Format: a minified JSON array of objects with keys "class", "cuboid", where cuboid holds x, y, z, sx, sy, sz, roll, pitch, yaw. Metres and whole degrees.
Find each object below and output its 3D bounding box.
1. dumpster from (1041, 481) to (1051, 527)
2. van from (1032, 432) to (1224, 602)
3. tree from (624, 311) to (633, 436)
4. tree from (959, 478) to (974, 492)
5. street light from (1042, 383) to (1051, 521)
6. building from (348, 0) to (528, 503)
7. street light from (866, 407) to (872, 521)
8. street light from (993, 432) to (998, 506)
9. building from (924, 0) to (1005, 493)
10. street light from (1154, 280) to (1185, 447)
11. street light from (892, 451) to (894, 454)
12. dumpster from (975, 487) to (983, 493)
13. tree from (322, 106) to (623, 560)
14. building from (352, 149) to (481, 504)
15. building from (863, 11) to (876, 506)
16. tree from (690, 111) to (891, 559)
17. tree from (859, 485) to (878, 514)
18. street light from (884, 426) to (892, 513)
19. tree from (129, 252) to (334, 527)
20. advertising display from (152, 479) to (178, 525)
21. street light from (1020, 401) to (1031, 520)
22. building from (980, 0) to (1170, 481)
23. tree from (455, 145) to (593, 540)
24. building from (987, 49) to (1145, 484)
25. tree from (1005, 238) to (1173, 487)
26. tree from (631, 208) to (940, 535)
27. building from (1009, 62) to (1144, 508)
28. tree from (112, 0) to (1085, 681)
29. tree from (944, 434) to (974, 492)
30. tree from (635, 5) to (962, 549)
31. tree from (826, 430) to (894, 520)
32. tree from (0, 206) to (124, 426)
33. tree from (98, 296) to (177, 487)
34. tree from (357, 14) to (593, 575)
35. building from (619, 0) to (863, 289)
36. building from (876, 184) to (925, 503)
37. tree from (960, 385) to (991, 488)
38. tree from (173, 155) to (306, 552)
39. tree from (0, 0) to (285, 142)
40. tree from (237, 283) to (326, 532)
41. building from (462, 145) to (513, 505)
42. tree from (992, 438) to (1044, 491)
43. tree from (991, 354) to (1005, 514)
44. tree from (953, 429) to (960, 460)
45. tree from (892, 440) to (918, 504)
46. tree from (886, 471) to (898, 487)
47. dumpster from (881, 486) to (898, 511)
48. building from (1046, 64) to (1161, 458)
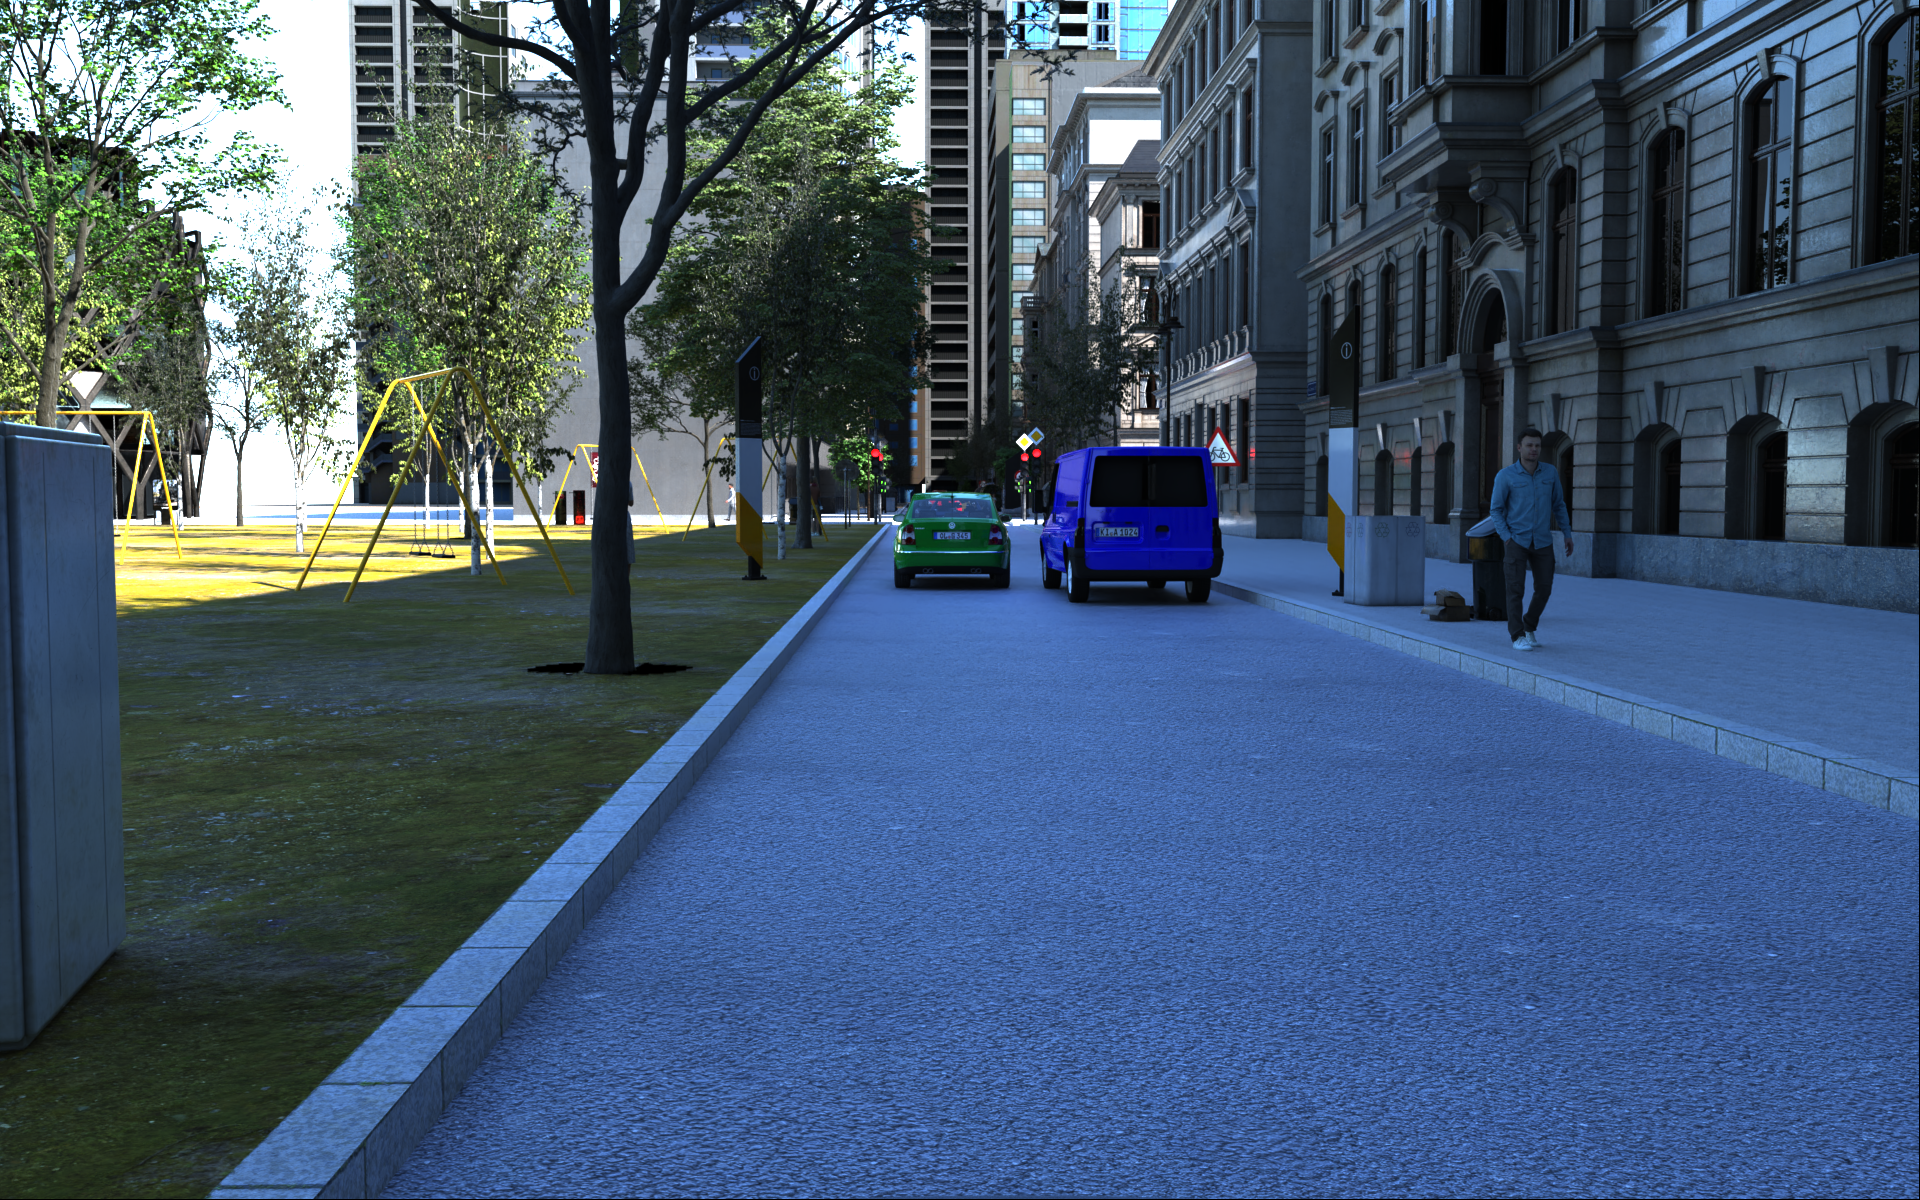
[{"class":"dumpster","cuboid":[3.849,-3.761,67.254,1.264,1.857,1.865,0,4,-1]},{"class":"van","cuboid":[2.285,-1.236,24.589,2.240,2.365,5.245,0,4,-3]},{"class":"tree","cuboid":[-9.797,-8.028,65.677,7.601,10.594,8.767,0,4,-6]},{"class":"tree","cuboid":[0.870,-11.637,184.871,1.663,3.219,1.824,0,3,0]},{"class":"street light","cuboid":[3.547,-6.067,71.979,0.468,5.910,1.993,0,4,-1]},{"class":"building","cuboid":[-74.195,-49.573,248.776,20.611,71.187,20.563,0,4,-1]},{"class":"street light","cuboid":[-4.295,-6.638,81.315,0.468,5.910,1.993,0,4,-1]},{"class":"street light","cuboid":[2.456,-9.031,120.452,0.468,5.910,1.993,0,4,-1]},{"class":"building","cuboid":[5.189,-49.708,250.970,20.611,71.187,20.563,0,4,-1]},{"class":"street light","cuboid":[4.513,-3.960,37.528,0.468,5.910,1.993,0,4,-1]},{"class":"street light","cuboid":[-5.947,-10.834,149.917,0.468,5.910,1.993,0,4,-1]},{"class":"dumpster","cuboid":[1.827,-8.327,141.905,1.264,1.857,1.865,0,4,-1]},{"class":"tree","cuboid":[-8.976,-5.098,33.712,4.737,8.622,4.395,0,3,0]},{"class":"building","cuboid":[-67.453,-34.847,219.851,14.200,45.320,14.600,0,4,-1]},{"class":"building","cuboid":[-21.104,-47.607,216.631,20.611,71.187,20.563,0,4,-1]},{"class":"tree","cuboid":[-3.520,-5.120,34.074,4.360,8.622,3.978,0,3,0]},{"class":"tree","cuboid":[-6.182,-7.169,111.814,1.663,3.219,1.824,0,3,0]},{"class":"street light","cuboid":[-4.999,-8.750,115.855,0.468,5.910,1.993,0,4,-1]},{"class":"tree","cuboid":[-28.465,-8.151,67.681,8.767,10.594,7.601,0,4,5]},{"class":"advertising display","cuboid":[-33.047,-4.087,72.028,0.974,1.923,0.123,-2,4,-25]},{"class":"street light","cuboid":[3.269,-6.948,86.387,0.468,5.910,1.993,0,4,-1]},{"class":"building","cuboid":[14.219,-54.985,211.681,22.319,86.520,31.000,0,4,-1]},{"class":"tree","cuboid":[-14.003,-7.517,48.658,9.928,11.665,9.643,0,3,0]},{"class":"building","cuboid":[14.015,-34.416,186.397,21.300,48.544,21.600,0,4,-1]},{"class":"tree","cuboid":[4.107,-6.059,49.426,4.360,8.622,3.978,0,3,0]},{"class":"tree","cuboid":[-4.266,-7.298,53.733,8.767,10.594,7.601,1,4,21]},{"class":"building","cuboid":[11.661,-29.613,167.760,14.154,41.232,14.086,0,4,-1]},{"class":"tree","cuboid":[-2.377,-6.220,12.075,12.009,13.543,11.850,0,3,0]},{"class":"tree","cuboid":[0.190,-15.825,209.099,4.737,8.622,4.395,0,3,0]},{"class":"tree","cuboid":[-3.828,-7.521,41.088,7.486,12.596,7.792,0,3,0]},{"class":"tree","cuboid":[-4.913,-6.202,85.110,4.285,4.588,4.351,0,3,0]},{"class":"tree","cuboid":[-23.253,-5.695,43.470,4.737,8.622,4.395,0,3,0]},{"class":"tree","cuboid":[-27.829,-6.768,61.023,4.360,8.622,3.978,0,3,0]},{"class":"tree","cuboid":[-7.650,-4.692,27.073,4.360,8.622,3.978,0,3,0]},{"class":"building","cuboid":[-20.342,-38.321,168.539,21.231,58.520,28.212,0,4,-1]},{"class":"building","cuboid":[-12.149,-36.623,248.890,14.200,45.320,14.600,0,4,-1]},{"class":"tree","cuboid":[2.996,-9.810,110.757,4.360,8.622,3.978,0,3,0]},{"class":"tree","cuboid":[-14.422,-5.350,37.828,4.360,8.622,3.978,0,3,0]},{"class":"tree","cuboid":[-14.142,-6.181,26.810,9.928,11.665,9.643,0,3,0]},{"class":"tree","cuboid":[-22.308,-6.627,58.722,4.737,8.622,4.395,0,3,0]},{"class":"building","cuboid":[-45.826,-34.360,216.417,28.867,44.769,22.147,0,4,-1]},{"class":"tree","cuboid":[3.465,-7.233,101.971,4.285,4.588,4.351,0,3,0]},{"class":"tree","cuboid":[3.810,-6.686,59.680,4.360,8.622,3.978,0,3,0]},{"class":"tree","cuboid":[1.587,-12.186,149.602,4.360,8.622,3.978,0,3,0]},{"class":"tree","cuboid":[-8.040,-17.267,232.675,4.360,8.622,3.978,0,3,0]},{"class":"tree","cuboid":[-6.213,-9.156,144.299,1.663,3.219,1.824,0,3,0]},{"class":"dumpster","cuboid":[-5.482,-7.946,135.676,1.264,1.857,1.865,0,4,-1]},{"class":"building","cuboid":[13.089,-19.643,108.549,14.401,28.519,23.554,0,4,-1]}]
